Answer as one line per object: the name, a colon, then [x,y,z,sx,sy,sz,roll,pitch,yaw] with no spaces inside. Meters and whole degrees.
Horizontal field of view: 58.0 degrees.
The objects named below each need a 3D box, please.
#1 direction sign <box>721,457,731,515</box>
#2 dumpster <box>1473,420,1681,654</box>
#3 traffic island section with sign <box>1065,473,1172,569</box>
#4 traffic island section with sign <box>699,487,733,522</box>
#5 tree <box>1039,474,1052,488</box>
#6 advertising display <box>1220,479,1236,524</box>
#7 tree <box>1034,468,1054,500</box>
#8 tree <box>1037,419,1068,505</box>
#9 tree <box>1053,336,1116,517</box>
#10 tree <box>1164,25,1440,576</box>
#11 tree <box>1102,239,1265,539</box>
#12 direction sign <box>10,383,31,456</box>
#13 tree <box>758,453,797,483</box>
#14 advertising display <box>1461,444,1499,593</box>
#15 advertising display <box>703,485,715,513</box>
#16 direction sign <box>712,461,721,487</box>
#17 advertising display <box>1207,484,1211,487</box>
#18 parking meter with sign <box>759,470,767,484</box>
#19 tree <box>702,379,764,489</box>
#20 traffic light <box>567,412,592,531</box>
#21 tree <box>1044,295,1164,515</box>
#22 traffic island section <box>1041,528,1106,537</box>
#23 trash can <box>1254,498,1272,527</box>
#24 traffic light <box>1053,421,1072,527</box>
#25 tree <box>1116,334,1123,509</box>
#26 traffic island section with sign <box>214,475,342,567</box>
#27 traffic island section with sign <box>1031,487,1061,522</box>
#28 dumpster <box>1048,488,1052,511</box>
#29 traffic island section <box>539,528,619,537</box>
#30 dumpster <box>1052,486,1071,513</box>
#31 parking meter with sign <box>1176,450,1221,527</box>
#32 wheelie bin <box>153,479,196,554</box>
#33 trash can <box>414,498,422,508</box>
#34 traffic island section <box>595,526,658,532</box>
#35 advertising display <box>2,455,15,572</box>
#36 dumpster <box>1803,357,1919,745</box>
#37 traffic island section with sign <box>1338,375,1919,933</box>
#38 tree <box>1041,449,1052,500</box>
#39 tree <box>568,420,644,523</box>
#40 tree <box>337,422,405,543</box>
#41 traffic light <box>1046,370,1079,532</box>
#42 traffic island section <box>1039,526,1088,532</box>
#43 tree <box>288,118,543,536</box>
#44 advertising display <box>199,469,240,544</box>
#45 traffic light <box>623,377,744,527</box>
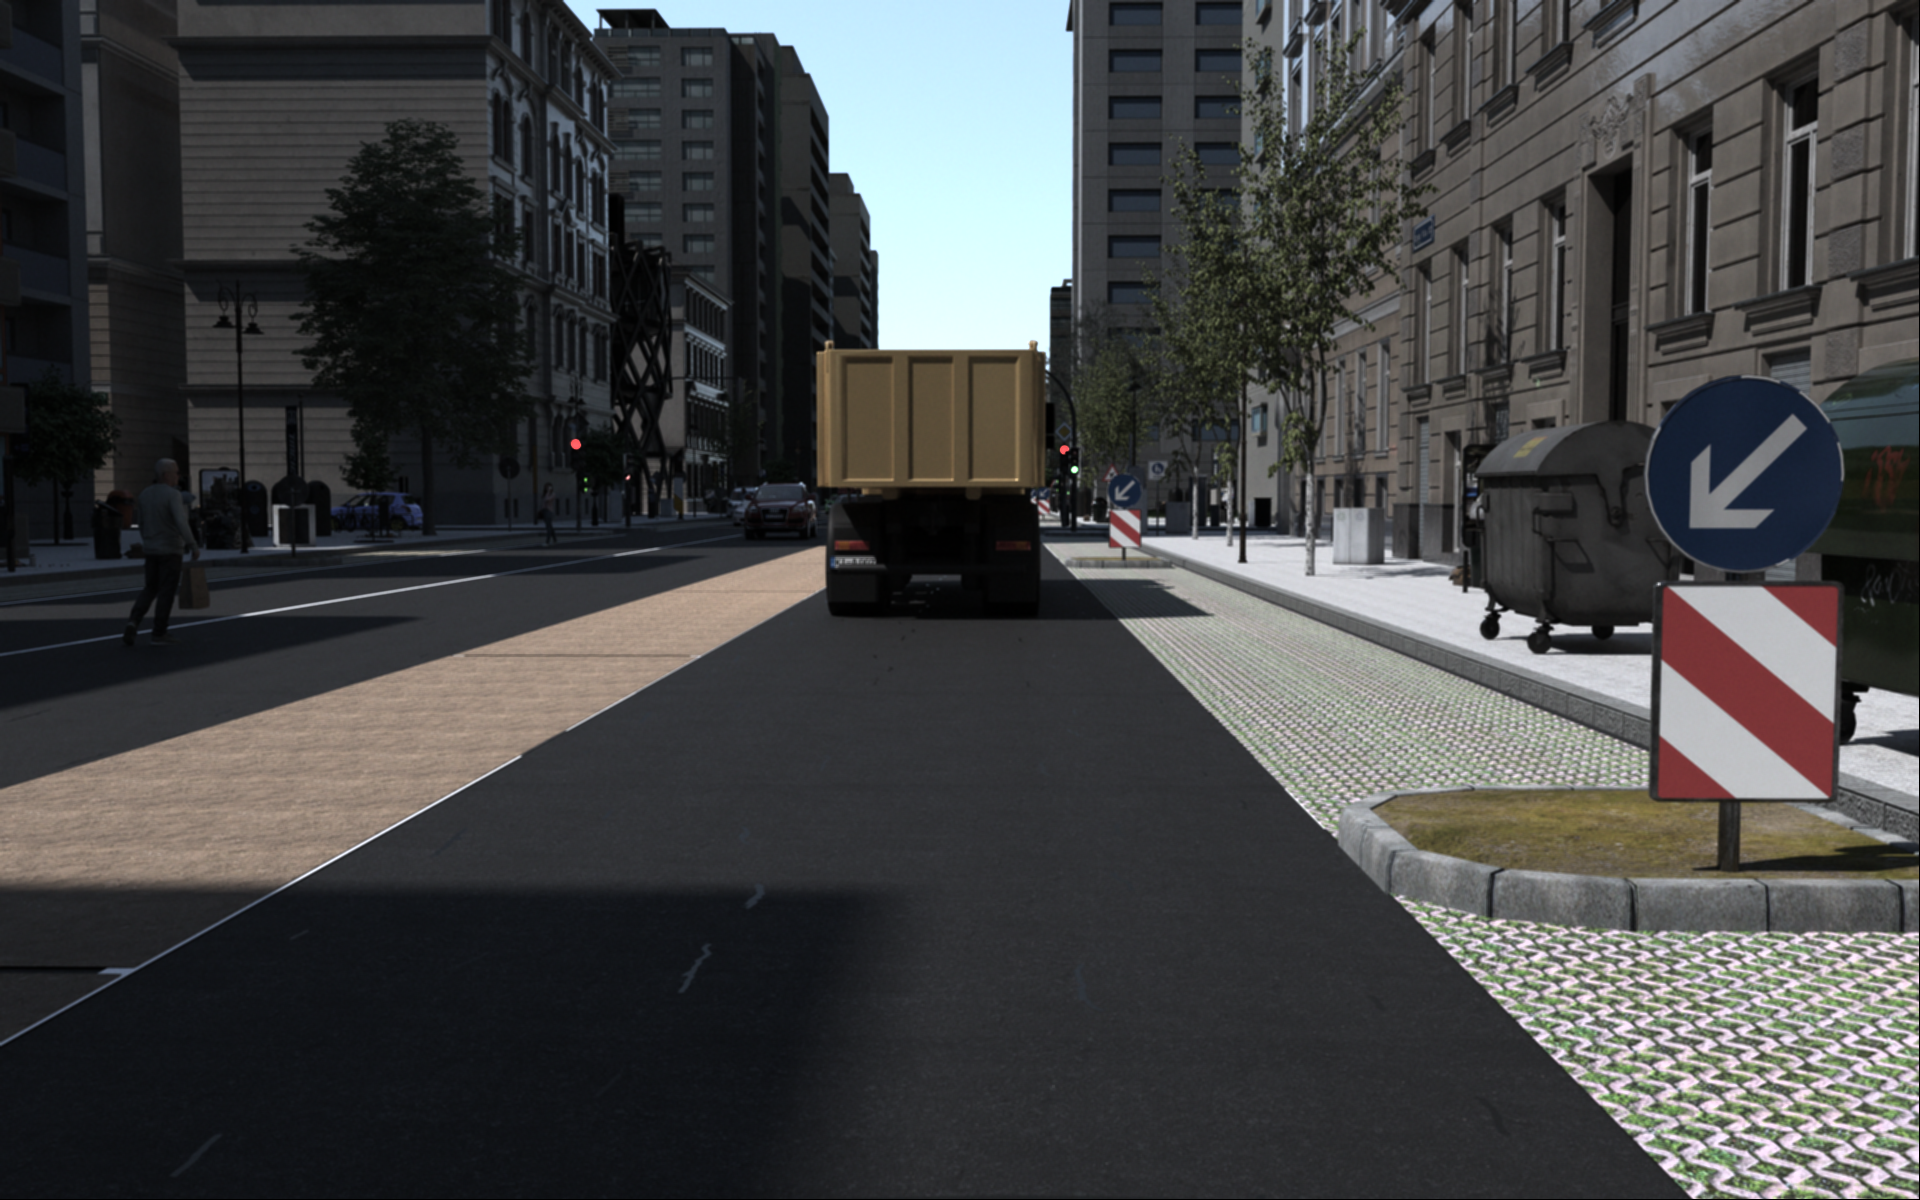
direction sign: [-14.075,-6.939,105.448,0.379,3.537,0.876,0,4,4]
dumpster: [5.168,-0.535,14.507,1.264,1.857,1.865,0,4,1]
traffic island section with sign: [3.073,-1.556,34.065,1.989,1.847,2.006,0,4,1]
traffic island section with sign: [-12.486,-4.998,90.337,1.989,1.847,2.006,0,4,1]
tree: [8.365,-10.575,167.502,1.663,3.219,1.824,0,3,0]
advertising display: [11.629,-4.274,75.093,0.123,1.923,0.974,-2,4,-27]
tree: [8.260,-11.956,179.195,4.285,4.588,4.351,0,3,0]
tree: [9.316,-17.187,206.761,9.928,11.665,9.643,0,3,0]
tree: [6.666,-7.810,78.053,4.737,8.622,4.395,0,3,0]
tree: [5.257,-4.686,26.977,4.737,8.622,4.395,0,3,0]
tree: [6.456,-6.033,49.004,4.360,8.622,3.978,0,3,0]
direction sign: [-19.433,-2.652,35.357,0.876,3.537,0.379,-1,4,-12]
tree: [-14.639,-9.523,139.412,4.285,4.588,4.351,0,3,0]
advertising display: [7.006,-1.054,22.452,0.974,1.923,0.123,0,4,7]
advertising display: [-17.462,-7.061,120.659,0.123,1.923,0.974,3,5,40]
direction sign: [-16.598,-7.771,119.052,0.876,3.537,0.379,-2,4,-32]
advertising display: [15.576,-6.340,108.871,0.123,1.923,0.974,2,4,28]
parking meter with sign: [-13.765,-7.795,123.709,0.543,3.016,1.738,1,4,15]
tree: [-14.479,-9.816,110.848,4.737,8.622,4.395,0,3,0]
traffic light: [-13.054,-4.306,59.318,0.839,4.253,0.868,0,4,1]
tree: [8.010,-11.985,106.323,12.009,13.543,11.850,0,3,0]
traffic island section: [3.894,-2.253,59.115,2.009,0.180,2.903,0,4,1]
trash can: [11.653,-3.365,66.669,0.748,1.137,0.748,0,3,0]
traffic light: [4.012,-4.775,66.985,0.839,4.253,0.868,0,4,1]
tree: [6.396,-5.625,42.326,4.737,8.622,4.395,0,3,0]
traffic island section with sign: [-13.575,-1.598,34.757,1.989,1.847,2.006,0,4,1]
traffic island section with sign: [4.155,-4.902,88.771,1.989,1.847,2.006,0,4,1]
dumpster: [7.288,-7.667,131.107,1.264,1.857,1.865,0,4,1]
traffic island section: [-13.094,-2.274,59.453,2.009,0.180,2.903,0,4,1]
dumpster: [7.033,-6.807,117.046,1.264,1.857,1.865,0,4,1]
parking meter with sign: [9.417,-4.414,68.438,1.738,3.016,0.543,1,4,18]
wheelie bin: [-16.777,-1.771,36.864,0.980,1.594,0.693,-1,4,-11]
trash can: [-21.594,-3.467,68.334,0.748,1.137,0.748,0,3,0]
traffic island section: [-12.936,-2.762,67.437,2.009,0.180,2.903,0,4,1]
advertising display: [-15.788,-1.440,28.765,0.123,1.923,0.974,-2,4,-30]
dumpster: [4.974,-0.337,8.005,1.502,2.255,1.985,0,4,1]
traffic island section with sign: [2.530,0.126,6.572,1.989,1.847,2.006,0,4,1]
tree: [7.560,-8.773,93.794,4.737,8.622,4.395,0,3,0]
tree: [-15.732,-5.694,76.815,4.285,4.588,4.351,0,3,0]
tree: [-15.466,-3.139,45.923,1.663,3.219,1.824,0,3,0]
traffic light: [1.761,-5.152,58.902,4.771,5.953,1.251,0,4,1]
traffic island section: [4.052,-2.741,67.099,2.009,0.180,2.903,0,4,1]
tree: [-16.855,-8.258,53.154,7.486,12.596,7.792,0,3,0]
advertising display: [-19.141,-2.422,44.811,0.974,1.923,0.123,-3,4,-39]
traffic light: [-10.803,-5.665,67.295,4.771,5.953,1.251,0,4,1]
